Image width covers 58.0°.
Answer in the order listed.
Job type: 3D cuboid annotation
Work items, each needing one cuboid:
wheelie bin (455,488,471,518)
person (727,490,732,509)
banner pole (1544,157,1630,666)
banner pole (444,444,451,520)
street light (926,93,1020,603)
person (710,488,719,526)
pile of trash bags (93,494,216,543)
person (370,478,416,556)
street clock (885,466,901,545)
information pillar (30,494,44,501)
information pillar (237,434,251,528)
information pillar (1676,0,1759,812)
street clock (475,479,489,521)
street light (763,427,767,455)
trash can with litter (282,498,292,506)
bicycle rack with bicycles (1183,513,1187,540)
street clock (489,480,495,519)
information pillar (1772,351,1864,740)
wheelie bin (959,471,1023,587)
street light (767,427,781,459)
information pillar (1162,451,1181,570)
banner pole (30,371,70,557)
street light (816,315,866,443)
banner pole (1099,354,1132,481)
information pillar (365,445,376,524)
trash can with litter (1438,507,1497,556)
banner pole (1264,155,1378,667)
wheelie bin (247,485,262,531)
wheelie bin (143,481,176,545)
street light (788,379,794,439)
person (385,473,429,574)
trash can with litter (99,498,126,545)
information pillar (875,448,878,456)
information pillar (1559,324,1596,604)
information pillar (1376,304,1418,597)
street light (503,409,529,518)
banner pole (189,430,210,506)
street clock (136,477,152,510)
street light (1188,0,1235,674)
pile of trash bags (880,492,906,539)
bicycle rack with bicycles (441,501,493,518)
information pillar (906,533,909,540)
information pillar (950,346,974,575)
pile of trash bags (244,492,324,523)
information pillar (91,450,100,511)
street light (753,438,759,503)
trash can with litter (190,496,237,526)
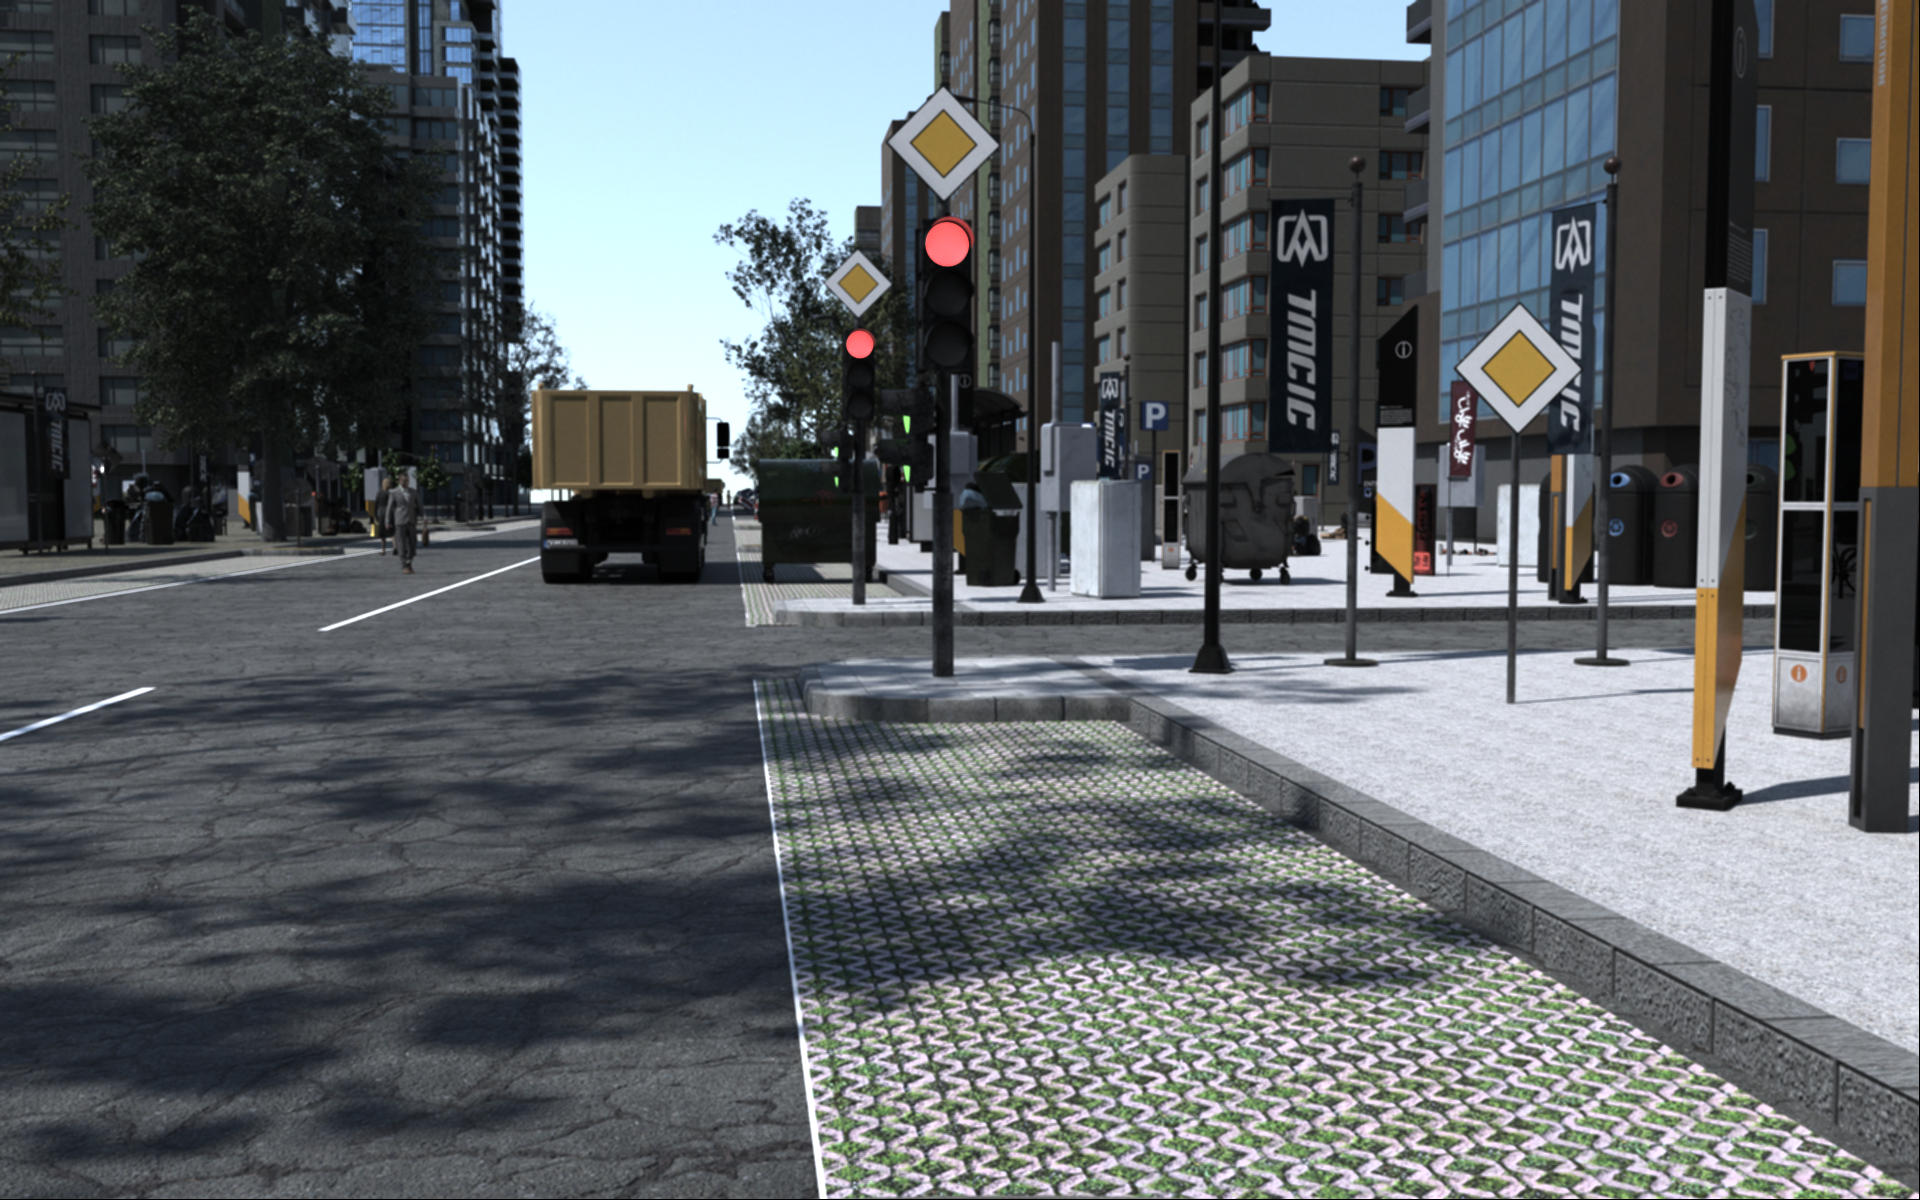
[{"bbox_3d":[-24.164,-4.665,84.187,0.693,1.594,0.980,-3,4,-38],"label":"wheelie bin"},{"bbox_3d":[-21.878,-9.513,164.044,0.705,1.824,1.348,1,4,11],"label":"person"},{"bbox_3d":[4.753,-1.416,13.174,0.401,3.779,0.863,-2,4,-23],"label":"banner pole"},{"bbox_3d":[-25.767,-5.935,87.056,0.401,3.779,0.863,-1,4,-21],"label":"banner pole"},{"bbox_3d":[0.306,-2.920,20.282,1.470,5.913,1.316,0,4,-8],"label":"street light"},{"bbox_3d":[-11.179,-4.248,78.792,0.643,1.720,0.563,-3,5,-39],"label":"person"},{"bbox_3d":[-21.605,-2.206,45.814,3.447,1.369,1.912,-2,4,-29],"label":"pile of trash bags"},{"bbox_3d":[-13.238,-1.935,40.359,0.699,1.804,1.509,-2,4,-33],"label":"person"},{"bbox_3d":[-1.692,-2.411,43.991,0.358,2.002,0.471,2,4,25],"label":"street clock"},{"bbox_3d":[-34.885,-4.528,65.384,0.504,3.616,0.183,-1,4,-16],"label":"information pillar"},{"bbox_3d":[-26.661,-4.476,64.533,0.504,3.616,0.183,1,4,11],"label":"information pillar"},{"bbox_3d":[3.157,-0.965,7.141,0.183,3.616,0.504,3,4,36],"label":"information pillar"},{"bbox_3d":[-23.044,-4.807,83.166,0.358,2.002,0.471,2,4,30],"label":"street clock"},{"bbox_3d":[-12.939,-9.020,120.016,1.470,5.913,1.316,0,4,-8],"label":"street light"},{"bbox_3d":[-24.394,-3.091,61.921,1.055,1.170,0.624,0,4,-8],"label":"trash can with litter"},{"bbox_3d":[5.760,-2.102,47.748,2.852,0.926,2.925,-1,4,-22],"label":"bicycle rack with bicycles"},{"bbox_3d":[-24.221,-5.181,89.275,0.471,2.002,0.358,-2,4,-26],"label":"street clock"},{"bbox_3d":[4.544,-0.285,9.153,0.304,2.012,0.304,-2,4,-30],"label":"information pillar"},{"bbox_3d":[0.400,-0.998,24.218,0.980,1.594,0.693,-3,5,-45],"label":"wheelie bin"},{"bbox_3d":[-9.649,-7.471,94.687,1.470,5.913,1.316,0,4,-8],"label":"street light"},{"bbox_3d":[3.601,-1.530,29.508,0.304,2.012,0.304,0,4,8],"label":"information pillar"},{"bbox_3d":[-18.641,-2.780,35.464,0.401,3.779,0.863,3,5,41],"label":"banner pole"},{"bbox_3d":[-3.040,-4.437,45.078,1.470,5.913,1.316,0,4,-8],"label":"street light"},{"bbox_3d":[2.819,-2.518,31.184,0.863,3.779,0.401,3,5,45],"label":"banner pole"},{"bbox_3d":[-25.055,-5.026,73.536,0.183,3.616,0.504,1,4,17],"label":"information pillar"},{"bbox_3d":[10.955,-1.553,36.453,2.233,1.210,1.678,3,4,36],"label":"trash can with litter"},{"bbox_3d":[2.711,-1.403,12.951,0.863,3.779,0.401,1,4,9],"label":"banner pole"},{"bbox_3d":[-24.092,-3.165,59.658,0.693,1.594,0.980,2,4,26],"label":"wheelie bin"},{"bbox_3d":[-20.184,-2.185,43.637,0.693,1.594,0.980,-3,4,-36],"label":"wheelie bin"},{"bbox_3d":[-6.320,-5.949,69.812,1.470,5.913,1.316,0,4,-8],"label":"street light"},{"bbox_3d":[-9.942,-1.377,31.137,0.709,1.813,0.853,-3,4,-38],"label":"person"},{"bbox_3d":[-21.505,-1.981,43.780,0.624,1.170,1.055,-3,5,-45],"label":"trash can with litter"},{"bbox_3d":[-4.270,-5.870,87.336,0.183,3.616,0.504,-2,4,-24],"label":"information pillar"},{"bbox_3d":[7.256,-1.768,20.266,0.504,3.616,0.183,-3,5,-43],"label":"information pillar"},{"bbox_3d":[5.457,-1.849,21.591,0.504,3.616,0.183,3,4,36],"label":"information pillar"},{"bbox_3d":[-24.106,-7.433,94.067,1.470,5.913,1.316,0,4,-8],"label":"street light"},{"bbox_3d":[-29.305,-4.689,66.690,0.863,3.779,0.401,-1,4,-20],"label":"banner pole"},{"bbox_3d":[-33.975,-4.123,71.978,0.358,2.002,0.471,1,4,17],"label":"street clock"},{"bbox_3d":[1.280,-2.429,12.261,1.470,5.913,1.316,0,4,-8],"label":"street light"},{"bbox_3d":[-0.279,-2.476,50.241,3.447,1.369,1.912,-2,4,-31],"label":"pile of trash bags"},{"bbox_3d":[-25.924,-4.778,91.505,2.852,0.926,2.925,-2,4,-32],"label":"bicycle rack with bicycles"},{"bbox_3d":[-1.306,-2.673,48.188,0.304,2.012,0.304,1,4,18],"label":"information pillar"},{"bbox_3d":[-0.005,-2.209,27.467,0.504,3.616,0.183,-1,4,-14],"label":"information pillar"},{"bbox_3d":[-30.408,-4.189,78.246,1.912,1.369,3.447,3,5,42],"label":"pile of trash bags"},{"bbox_3d":[-44.152,-5.932,88.337,0.183,3.616,0.504,3,5,39],"label":"information pillar"},{"bbox_3d":[-16.319,-10.532,144.737,1.470,5.913,1.316,0,4,-8],"label":"street light"},{"bbox_3d":[-29.843,-3.515,68.523,2.233,1.210,1.678,0,4,-1],"label":"trash can with litter"}]
